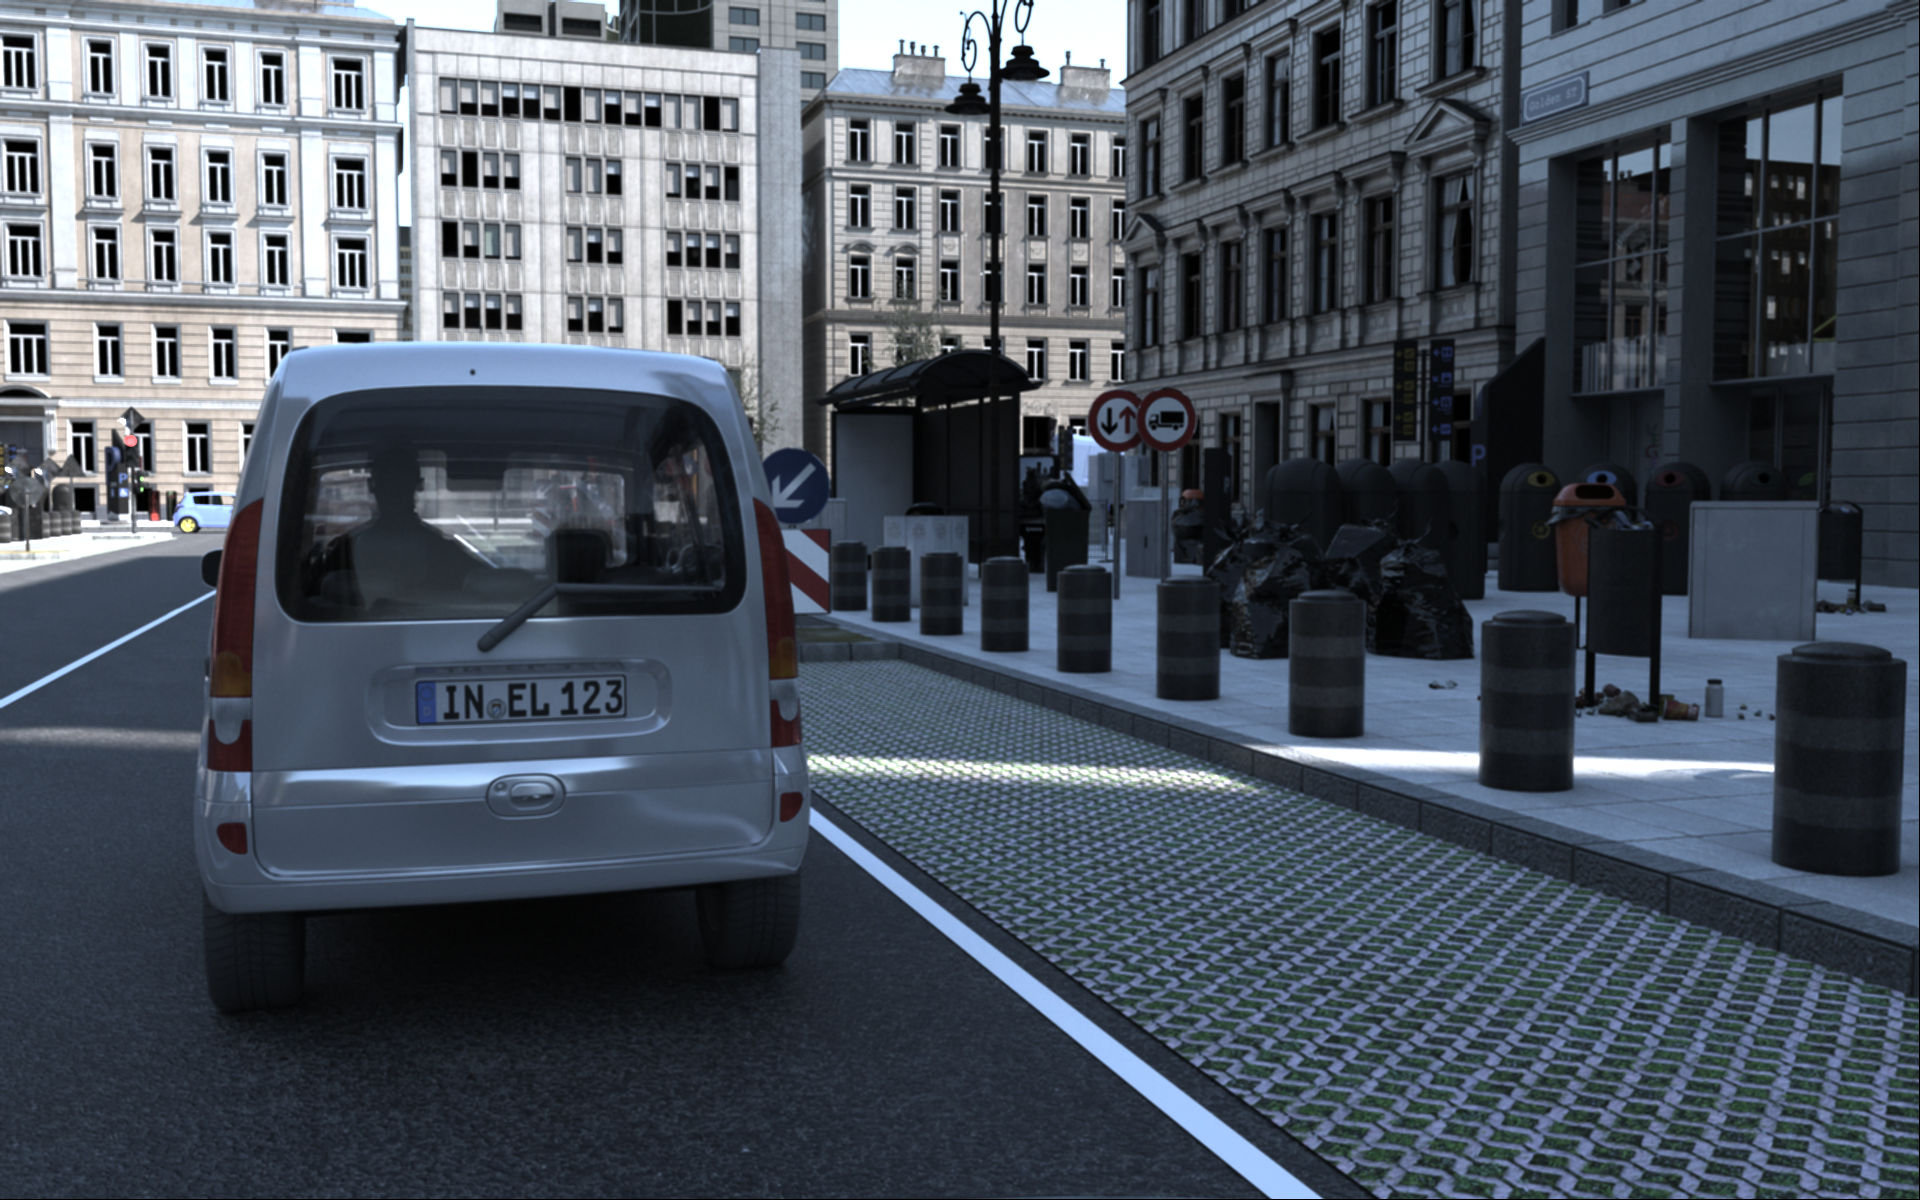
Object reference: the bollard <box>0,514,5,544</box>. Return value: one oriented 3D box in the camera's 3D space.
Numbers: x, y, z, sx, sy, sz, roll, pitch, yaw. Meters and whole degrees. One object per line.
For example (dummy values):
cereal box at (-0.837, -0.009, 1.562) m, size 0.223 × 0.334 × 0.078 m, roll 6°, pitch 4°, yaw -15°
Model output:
bollard at (-24.734, -1.834, 44.710) m, size 0.404 × 0.777 × 0.398 m, roll 0°, pitch 3°, yaw 0°

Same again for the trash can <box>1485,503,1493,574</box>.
trash can at (7.859, -0.927, 26.812) m, size 0.748 × 1.137 × 0.748 m, roll 0°, pitch 3°, yaw 0°

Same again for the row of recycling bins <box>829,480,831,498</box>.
row of recycling bins at (-4.128, -2.624, 50.014) m, size 3.534 × 1.692 × 1.069 m, roll 0°, pitch 4°, yaw -6°

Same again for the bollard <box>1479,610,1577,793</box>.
bollard at (2.496, 0.434, 7.617) m, size 0.404 × 0.777 × 0.398 m, roll 0°, pitch 3°, yaw 0°

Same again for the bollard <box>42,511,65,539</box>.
bollard at (-26.866, -2.239, 51.324) m, size 0.404 × 0.777 × 0.398 m, roll 0°, pitch 3°, yaw 0°

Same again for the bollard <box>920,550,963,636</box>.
bollard at (-0.170, -0.071, 15.871) m, size 0.404 × 0.777 × 0.398 m, roll 0°, pitch 3°, yaw 0°

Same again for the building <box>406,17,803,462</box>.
building at (-19.733, -16.946, 95.093) m, size 19.932 × 24.808 × 12.078 m, roll -1°, pitch 4°, yaw -18°

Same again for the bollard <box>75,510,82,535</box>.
bollard at (-27.931, -2.441, 54.625) m, size 0.404 × 0.777 × 0.398 m, roll 0°, pitch 3°, yaw 0°

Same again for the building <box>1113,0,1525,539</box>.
building at (11.846, -10.876, 42.452) m, size 10.561 × 19.102 × 19.286 m, roll -1°, pitch 4°, yaw -18°

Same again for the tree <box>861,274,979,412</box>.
tree at (-1.301, -6.562, 57.658) m, size 4.360 × 8.622 × 3.978 m, roll 0°, pitch 3°, yaw 0°

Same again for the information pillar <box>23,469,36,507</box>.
information pillar at (-27.014, -2.799, 50.262) m, size 0.304 × 2.012 × 0.304 m, roll -1°, pitch 4°, yaw -18°

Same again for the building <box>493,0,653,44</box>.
building at (-57.171, -49.923, 254.499) m, size 20.611 × 71.187 × 20.563 m, roll -1°, pitch 4°, yaw -18°

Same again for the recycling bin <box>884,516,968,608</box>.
recycling bin at (-0.385, -0.446, 19.854) m, size 0.722 × 1.027 × 0.722 m, roll 3°, pitch 4°, yaw 38°

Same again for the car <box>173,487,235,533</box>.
car at (-27.158, -3.342, 64.234) m, size 3.694 × 1.707 × 1.945 m, roll -1°, pitch 4°, yaw -18°

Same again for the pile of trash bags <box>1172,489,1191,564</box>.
pile of trash bags at (4.816, -1.382, 32.353) m, size 1.912 × 1.369 × 3.447 m, roll -1°, pitch 4°, yaw -13°

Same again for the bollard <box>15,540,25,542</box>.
bollard at (-25.260, -1.935, 46.355) m, size 0.404 × 0.777 × 0.398 m, roll 0°, pitch 3°, yaw 0°

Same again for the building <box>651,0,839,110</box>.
building at (-24.324, -44.854, 171.610) m, size 20.563 × 71.187 × 20.611 m, roll -1°, pitch 4°, yaw -18°

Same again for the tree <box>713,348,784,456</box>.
tree at (-11.188, -8.427, 88.141) m, size 4.360 × 8.622 × 3.978 m, roll 0°, pitch 3°, yaw 0°

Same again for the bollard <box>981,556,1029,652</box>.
bollard at (0.370, 0.031, 14.212) m, size 0.404 × 0.777 × 0.398 m, roll 0°, pitch 3°, yaw 0°

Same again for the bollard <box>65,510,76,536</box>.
bollard at (-27.401, -2.340, 52.977) m, size 0.404 × 0.777 × 0.398 m, roll 0°, pitch 3°, yaw 0°

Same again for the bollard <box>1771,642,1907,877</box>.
bollard at (3.028, 0.535, 5.975) m, size 0.404 × 0.777 × 0.398 m, roll 0°, pitch 3°, yaw 0°

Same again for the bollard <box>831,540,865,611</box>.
bollard at (-1.224, -0.272, 19.160) m, size 0.404 × 0.777 × 0.398 m, roll 0°, pitch 3°, yaw 0°

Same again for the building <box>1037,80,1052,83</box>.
building at (2.527, -35.622, 206.121) m, size 21.600 × 48.544 × 21.300 m, roll -1°, pitch 4°, yaw -18°

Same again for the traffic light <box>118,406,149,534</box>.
traffic light at (-26.512, -4.076, 55.557) m, size 0.839 × 4.253 × 0.868 m, roll -1°, pitch 4°, yaw -18°

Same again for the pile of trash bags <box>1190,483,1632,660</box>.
pile of trash bags at (3.701, -0.273, 14.212) m, size 3.447 × 1.369 × 1.912 m, roll 0°, pitch 4°, yaw 4°

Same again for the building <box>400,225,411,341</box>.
building at (-80.183, -34.365, 253.745) m, size 23.993 × 40.220 × 32.217 m, roll -1°, pitch 4°, yaw -18°

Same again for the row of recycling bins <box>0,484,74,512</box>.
row of recycling bins at (-37.231, -3.805, 69.331) m, size 3.534 × 1.692 × 1.069 m, roll 0°, pitch 4°, yaw 3°

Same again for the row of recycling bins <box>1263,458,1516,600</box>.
row of recycling bins at (4.991, -0.816, 20.448) m, size 3.534 × 1.692 × 1.069 m, roll -3°, pitch 4°, yaw -37°

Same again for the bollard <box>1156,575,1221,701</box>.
bollard at (1.439, 0.233, 10.909) m, size 0.404 × 0.777 × 0.398 m, roll 0°, pitch 3°, yaw 0°

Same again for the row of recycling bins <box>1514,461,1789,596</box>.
row of recycling bins at (8.775, -0.937, 22.431) m, size 3.534 × 1.692 × 1.069 m, roll 2°, pitch 4°, yaw 29°

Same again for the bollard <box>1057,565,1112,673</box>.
bollard at (0.903, 0.132, 12.564) m, size 0.404 × 0.777 × 0.398 m, roll 0°, pitch 3°, yaw 0°

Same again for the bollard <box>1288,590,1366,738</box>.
bollard at (1.963, 0.334, 9.264) m, size 0.404 × 0.777 × 0.398 m, roll 0°, pitch 3°, yaw 0°

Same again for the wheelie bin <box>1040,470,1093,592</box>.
wheelie bin at (1.398, -0.915, 22.872) m, size 0.693 × 1.594 × 0.980 m, roll 0°, pitch 4°, yaw 3°

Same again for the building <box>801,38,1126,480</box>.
building at (2.602, -18.622, 101.726) m, size 25.104 × 27.353 × 12.463 m, roll -1°, pitch 4°, yaw -18°

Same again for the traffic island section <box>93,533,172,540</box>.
traffic island section at (-26.553, -2.043, 55.679) m, size 2.009 × 0.180 × 2.903 m, roll -1°, pitch 4°, yaw -18°

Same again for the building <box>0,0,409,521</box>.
building at (-38.980, -18.564, 89.423) m, size 20.117 × 28.700 × 13.634 m, roll -1°, pitch 4°, yaw -18°

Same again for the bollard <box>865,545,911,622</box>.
bollard at (-0.695, -0.171, 17.515) m, size 0.404 × 0.777 × 0.398 m, roll 0°, pitch 3°, yaw 0°

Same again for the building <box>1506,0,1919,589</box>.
building at (19.895, -14.770, 18.976) m, size 11.434 × 29.767 × 29.804 m, roll -1°, pitch 4°, yaw -18°
